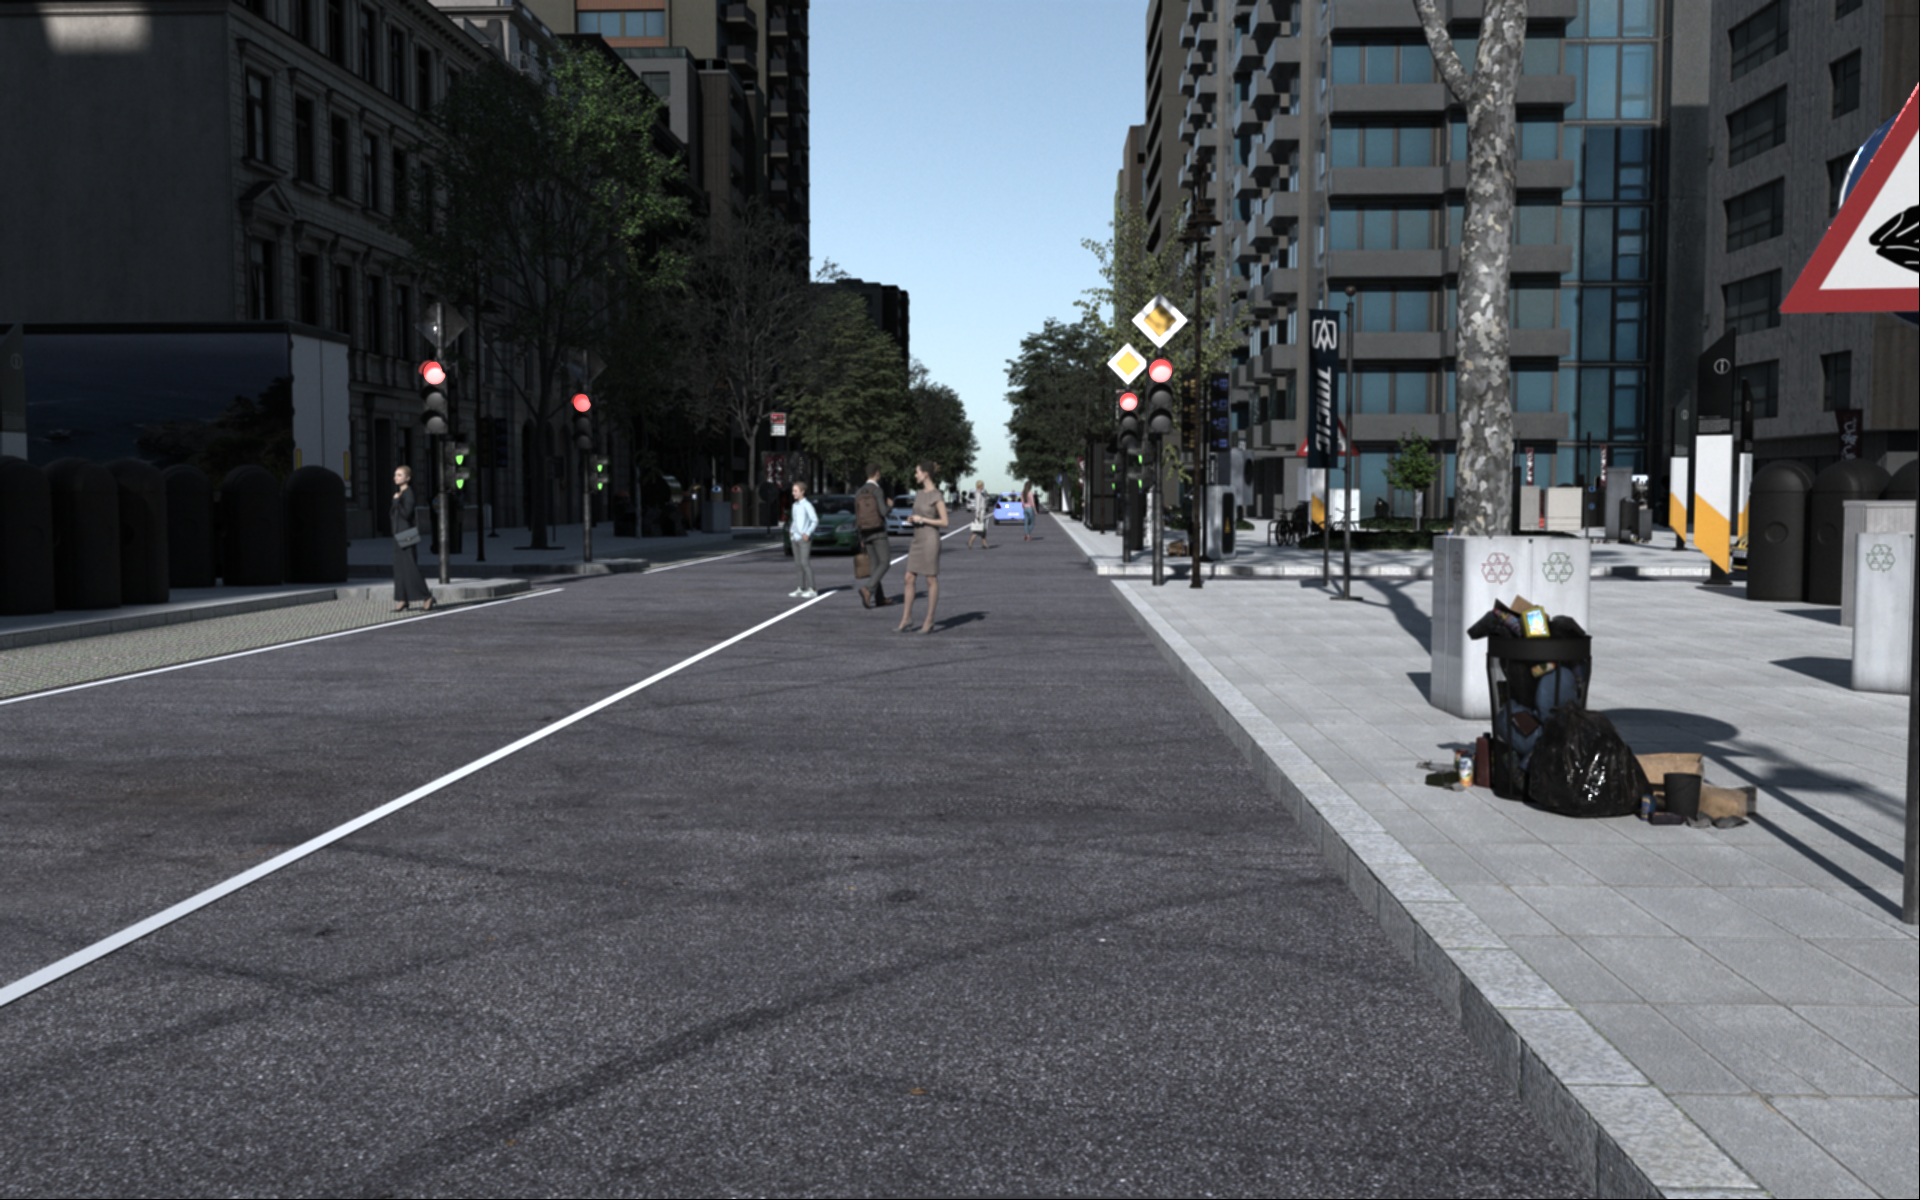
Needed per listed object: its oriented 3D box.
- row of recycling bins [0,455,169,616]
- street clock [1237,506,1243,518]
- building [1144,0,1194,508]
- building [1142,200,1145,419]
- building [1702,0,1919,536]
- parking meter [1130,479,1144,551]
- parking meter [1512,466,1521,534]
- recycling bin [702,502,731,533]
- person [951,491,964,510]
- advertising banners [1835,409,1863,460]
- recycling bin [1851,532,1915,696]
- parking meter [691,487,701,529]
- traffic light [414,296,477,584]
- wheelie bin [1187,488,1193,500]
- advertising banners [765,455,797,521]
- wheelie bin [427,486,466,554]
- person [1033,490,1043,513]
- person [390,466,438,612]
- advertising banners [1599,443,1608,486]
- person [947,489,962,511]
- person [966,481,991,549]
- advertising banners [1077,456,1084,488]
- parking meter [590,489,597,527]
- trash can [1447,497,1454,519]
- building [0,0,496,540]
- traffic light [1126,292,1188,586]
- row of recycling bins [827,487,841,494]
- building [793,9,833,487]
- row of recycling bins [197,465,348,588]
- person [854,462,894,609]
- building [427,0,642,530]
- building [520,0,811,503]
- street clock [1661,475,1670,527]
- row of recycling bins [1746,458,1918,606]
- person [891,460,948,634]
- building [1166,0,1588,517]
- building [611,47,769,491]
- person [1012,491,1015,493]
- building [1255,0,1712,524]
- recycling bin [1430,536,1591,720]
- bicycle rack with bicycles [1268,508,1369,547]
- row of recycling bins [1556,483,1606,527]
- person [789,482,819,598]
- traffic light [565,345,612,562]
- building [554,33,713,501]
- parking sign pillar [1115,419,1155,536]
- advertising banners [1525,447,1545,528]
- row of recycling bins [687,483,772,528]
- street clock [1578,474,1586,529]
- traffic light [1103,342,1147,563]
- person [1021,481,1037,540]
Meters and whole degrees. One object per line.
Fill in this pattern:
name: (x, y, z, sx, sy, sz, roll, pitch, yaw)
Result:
row of recycling bins: (-10.087, -0.727, 19.004, 1.069, 1.692, 3.534, 1, 4, 16)
street clock: (11.289, -3.986, 69.741, 0.358, 2.002, 0.471, -3, 5, -43)
building: (27.258, -32.129, 149.005, 21.300, 48.544, 21.600, 0, 4, 2)
building: (24.581, -24.213, 167.580, 14.160, 30.474, 14.107, 0, 4, 2)
building: (29.608, -16.781, 46.067, 14.107, 30.474, 14.160, 0, 4, 2)
parking meter: (3.985, -2.050, 39.234, 0.255, 1.863, 0.399, 2, 4, 28)
parking meter: (11.643, -1.895, 36.691, 0.399, 1.863, 0.255, 3, 4, 37)
recycling bin: (-8.000, -2.710, 56.854, 0.722, 1.027, 0.722, -3, 5, -41)
person: (-0.210, -9.005, 156.408, 1.217, 1.739, 0.721, 0, 4, 5)
advertising banners: (18.928, -2.391, 35.278, 2.074, 3.025, 0.090, 2, 4, 30)
recycling bin: (6.304, 0.081, 11.232, 0.722, 1.027, 0.722, -3, 5, -40)
parking meter: (-9.832, -3.437, 64.603, 0.372, 1.533, 0.369, 0, 3, 0)
traffic light: (-7.345, -2.183, 24.616, 0.839, 4.253, 0.868, 0, 4, 2)
wheelie bin: (12.371, -5.142, 91.981, 0.693, 1.594, 0.980, 0, 4, 3)
advertising banners: (-8.223, -5.219, 81.523, 2.074, 3.025, 0.090, 1, 4, 19)
wheelie bin: (-11.009, -1.793, 37.226, 0.693, 1.594, 0.980, 0, 4, -1)
person: (6.019, -7.624, 133.947, 0.742, 1.727, 0.445, -1, 4, -9)
person: (-6.679, -0.738, 20.990, 0.576, 1.772, 0.534, 3, 5, 42)
advertising banners: (22.809, -3.927, 60.397, 2.074, 3.025, 0.090, -3, 5, -40)
person: (-0.450, -8.391, 145.686, 1.348, 1.826, 0.705, -1, 4, -16)
person: (0.477, -2.208, 44.959, 0.624, 1.780, 0.694, 1, 4, 10)
advertising banners: (6.268, -5.088, 79.376, 2.074, 3.025, 0.090, 2, 4, 32)
parking meter: (-14.227, -3.574, 66.839, 0.372, 1.533, 0.369, 0, 3, 0)
trash can: (20.678, -3.711, 72.327, 0.748, 1.137, 0.748, 0, 3, 0)
building: (-21.605, -11.365, 50.441, 10.561, 19.102, 19.286, 0, 4, 2)
traffic light: (2.758, -2.158, 24.208, 0.839, 4.253, 0.868, 0, 4, 2)
row of recycling bins: (-7.403, -5.682, 100.009, 1.069, 1.692, 3.534, 0, 3, 0)
building: (-22.588, -44.200, 160.926, 20.563, 71.187, 20.611, 0, 4, 2)
row of recycling bins: (-10.355, -1.045, 24.205, 3.534, 1.692, 1.069, -3, 5, -40)
person: (-1.111, -0.822, 21.907, 0.622, 1.834, 0.822, 3, 4, 37)
building: (-22.312, -14.082, 72.035, 13.314, 21.916, 24.055, 0, 4, 2)
building: (-23.822, -29.507, 137.069, 22.147, 44.769, 28.867, 0, 4, 2)
street clock: (27.221, -3.796, 66.638, 0.358, 2.002, 0.471, -2, 4, -25)
row of recycling bins: (10.647, -0.772, 19.737, 1.069, 1.692, 3.534, -2, 4, -33)
person: (-0.405, -0.545, 17.750, 0.374, 1.781, 0.599, -3, 4, -38)
building: (27.345, -30.787, 122.984, 23.786, 49.044, 30.456, 0, 4, 2)
building: (-20.906, -21.053, 115.917, 14.160, 30.474, 14.107, 0, 4, 2)
person: (4.952, -9.487, 164.136, 0.750, 1.759, 0.617, -2, 4, -30)
building: (25.811, -28.555, 86.477, 23.786, 49.044, 30.456, 0, 4, 2)
recycling bin: (3.215, 0.147, 10.158, 0.722, 1.027, 0.722, 0, 4, -1)
bicycle rack with bicycles: (8.682, -1.805, 42.893, 2.852, 0.926, 2.925, 3, 5, 42)
row of recycling bins: (24.579, -3.657, 66.897, 3.534, 1.692, 1.069, -1, 4, -12)
person: (-2.216, -0.848, 24.180, 0.330, 1.601, 0.589, -2, 4, -29)
traffic light: (-7.010, -2.671, 32.594, 0.839, 4.253, 0.868, 0, 4, 2)
building: (-20.762, -16.035, 91.850, 12.332, 23.373, 15.834, 0, 4, 2)
parking sign pillar: (5.518, -3.963, 53.272, 1.447, 3.967, 1.447, -1, 4, -8)
advertising banners: (21.734, -4.188, 64.656, 2.074, 3.025, 0.090, -2, 4, -33)
row of recycling bins: (-8.937, -3.673, 67.166, 3.534, 1.692, 1.069, 1, 4, 15)
street clock: (22.961, -3.638, 64.055, 0.358, 2.002, 0.471, 1, 4, 19)
traffic light: (3.093, -2.646, 32.187, 0.839, 4.253, 0.868, 0, 4, 2)
person: (2.142, -2.756, 53.575, 0.555, 1.821, 0.388, 2, 4, 31)
